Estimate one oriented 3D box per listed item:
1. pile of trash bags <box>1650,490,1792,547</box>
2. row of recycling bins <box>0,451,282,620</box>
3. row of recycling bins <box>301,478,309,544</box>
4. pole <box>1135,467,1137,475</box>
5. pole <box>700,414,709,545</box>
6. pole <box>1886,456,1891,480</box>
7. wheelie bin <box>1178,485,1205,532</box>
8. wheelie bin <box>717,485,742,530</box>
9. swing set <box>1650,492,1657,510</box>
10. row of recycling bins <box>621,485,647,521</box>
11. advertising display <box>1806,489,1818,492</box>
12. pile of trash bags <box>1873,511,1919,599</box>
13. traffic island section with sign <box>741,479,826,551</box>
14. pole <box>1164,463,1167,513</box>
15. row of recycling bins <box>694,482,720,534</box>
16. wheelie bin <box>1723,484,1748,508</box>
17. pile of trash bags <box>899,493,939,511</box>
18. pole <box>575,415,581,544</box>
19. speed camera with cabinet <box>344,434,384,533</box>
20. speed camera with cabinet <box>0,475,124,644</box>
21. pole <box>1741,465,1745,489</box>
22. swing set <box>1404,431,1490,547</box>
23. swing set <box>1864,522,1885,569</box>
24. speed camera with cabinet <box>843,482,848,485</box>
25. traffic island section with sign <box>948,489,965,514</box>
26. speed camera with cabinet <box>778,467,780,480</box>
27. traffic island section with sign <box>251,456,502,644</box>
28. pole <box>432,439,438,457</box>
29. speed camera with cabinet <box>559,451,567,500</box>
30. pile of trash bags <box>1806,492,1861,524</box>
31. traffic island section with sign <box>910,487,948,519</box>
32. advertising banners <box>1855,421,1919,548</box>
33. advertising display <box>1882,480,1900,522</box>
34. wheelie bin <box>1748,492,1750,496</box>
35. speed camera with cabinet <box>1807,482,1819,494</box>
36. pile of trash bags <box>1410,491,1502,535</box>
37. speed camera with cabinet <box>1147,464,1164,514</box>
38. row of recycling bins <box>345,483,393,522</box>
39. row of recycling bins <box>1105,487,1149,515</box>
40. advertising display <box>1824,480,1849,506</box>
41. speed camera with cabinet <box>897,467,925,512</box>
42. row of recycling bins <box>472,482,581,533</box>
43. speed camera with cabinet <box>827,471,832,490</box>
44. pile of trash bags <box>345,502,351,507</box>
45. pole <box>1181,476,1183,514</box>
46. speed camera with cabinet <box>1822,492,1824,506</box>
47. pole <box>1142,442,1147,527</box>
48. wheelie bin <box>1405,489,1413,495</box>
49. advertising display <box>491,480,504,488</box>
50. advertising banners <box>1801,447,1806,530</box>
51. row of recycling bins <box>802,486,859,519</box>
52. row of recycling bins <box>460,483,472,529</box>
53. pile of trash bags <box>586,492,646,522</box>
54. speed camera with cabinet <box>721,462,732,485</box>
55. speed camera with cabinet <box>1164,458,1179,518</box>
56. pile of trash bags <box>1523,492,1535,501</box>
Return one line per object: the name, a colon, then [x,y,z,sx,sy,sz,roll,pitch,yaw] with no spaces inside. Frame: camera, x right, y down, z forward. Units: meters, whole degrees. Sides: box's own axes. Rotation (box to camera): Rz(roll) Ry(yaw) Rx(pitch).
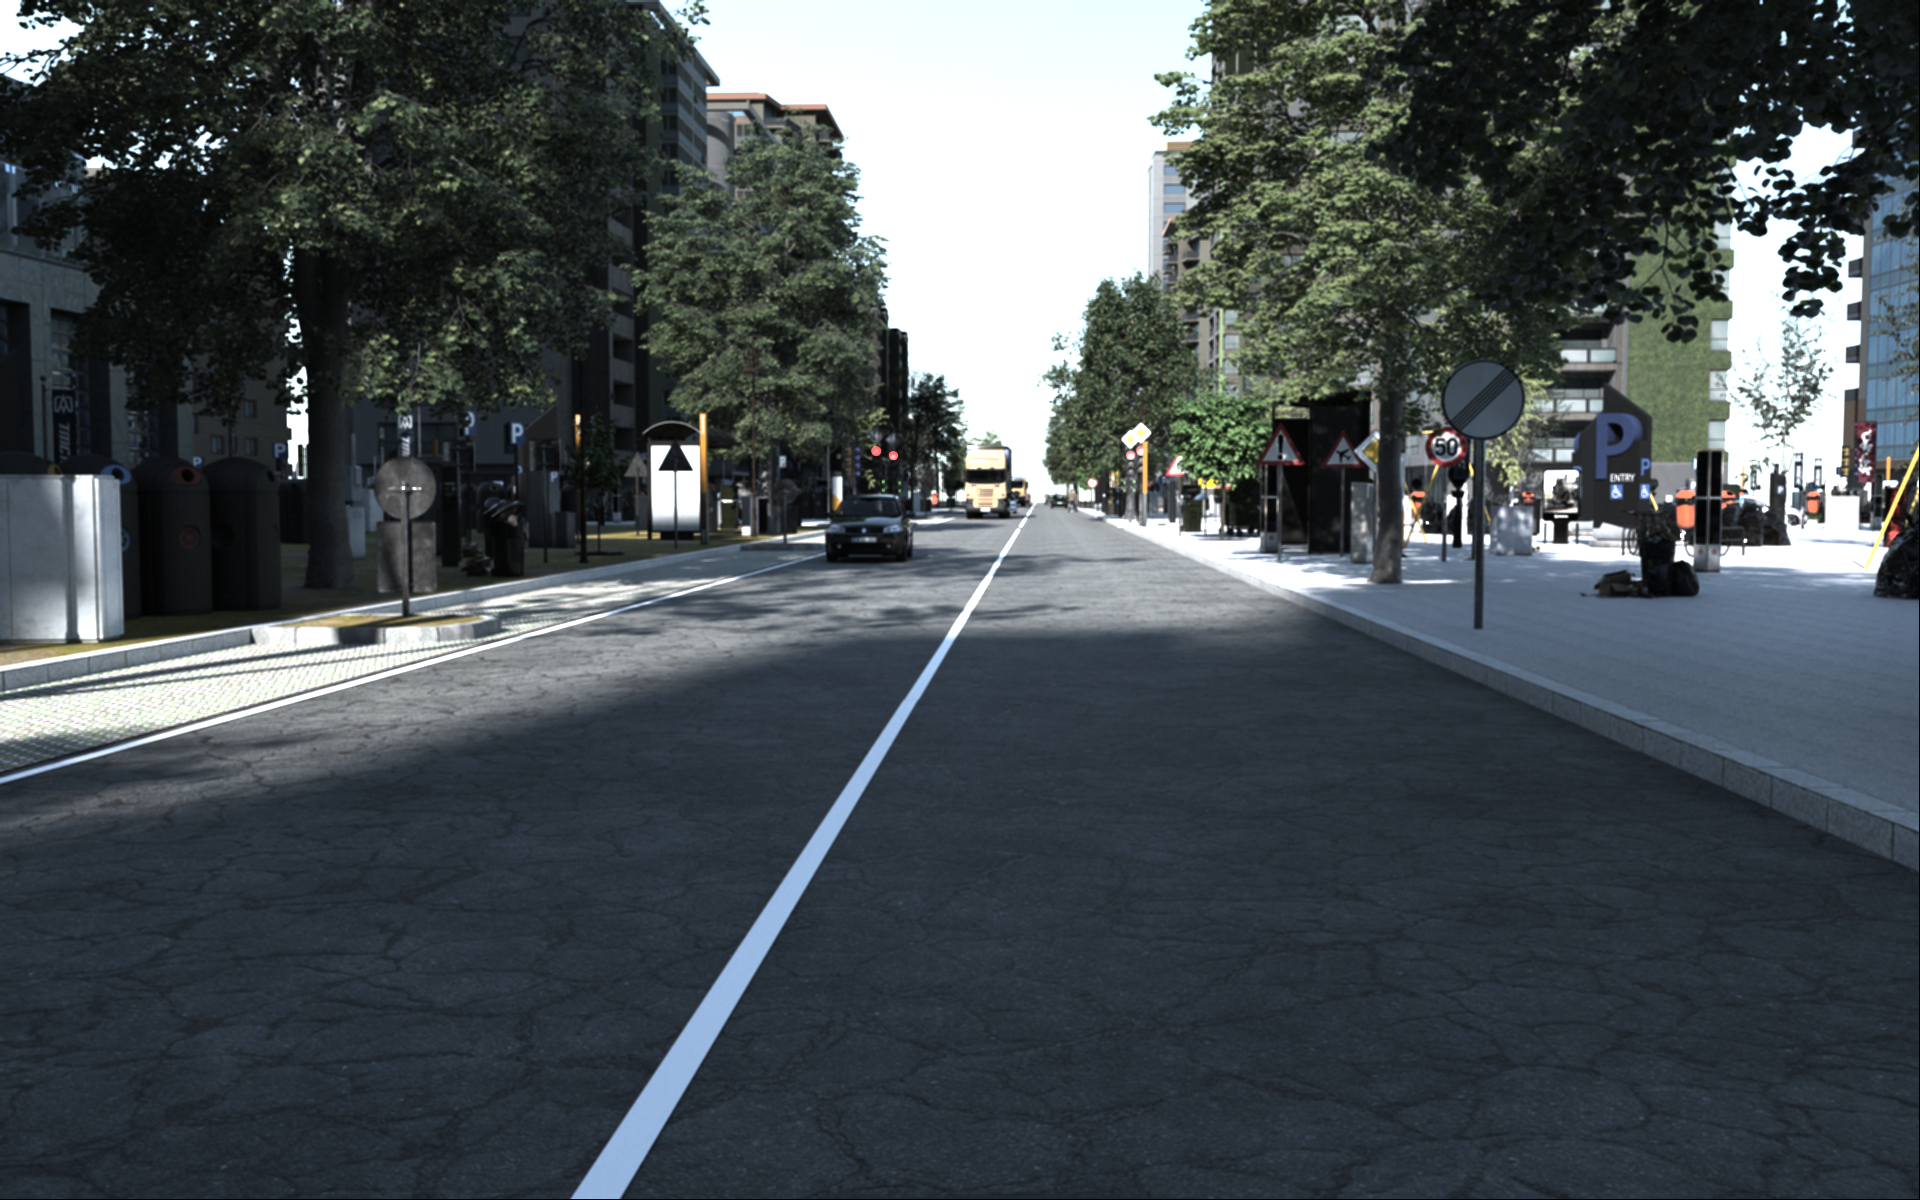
pile of trash bags: [18.823,-2.017,42.729,3.447,1.369,1.912,-2,4,-32]
row of recycling bins: [-8.652,-0.671,18.079,1.069,1.692,3.534,2,4,24]
row of recycling bins: [-17.762,-2.387,46.148,1.069,1.692,3.534,-3,4,-37]
pole: [11.722,-7.461,115.830,0.158,3.312,0.155,0,3,0]
pole: [-6.500,-3.070,44.033,0.158,3.312,0.155,0,3,0]
pole: [50.323,-6.122,93.930,0.158,3.312,0.155,0,3,0]
wheelie bin: [7.840,-3.082,58.304,0.980,1.594,0.693,0,4,-5]
wheelie bin: [-8.396,-3.357,62.798,0.980,1.594,0.693,0,4,-5]
swing set: [24.047,-4.051,63.851,2.862,2.851,3.119,0,4,-6]
row of recycling bins: [-14.393,-4.628,82.782,3.534,1.692,1.069,-1,4,-10]
advertising display: [71.904,-8.632,146.340,0.974,1.923,0.123,2,4,35]
pile of trash bags: [13.182,-0.691,21.049,3.447,1.369,1.912,0,4,0]
traffic island section with sign: [-4.483,-2.183,44.321,1.989,1.847,2.006,0,4,3]
pole: [13.679,-7.425,115.245,0.158,3.312,0.155,0,3,0]
row of recycling bins: [-8.635,-3.086,57.570,1.069,1.692,3.534,-1,4,-15]
wheelie bin: [23.918,-2.824,54.076,0.980,1.594,0.693,1,4,18]
pile of trash bags: [-3.416,-7.884,138.649,3.447,1.369,1.912,0,4,3]
pole: [-9.796,-3.105,44.608,0.158,3.312,0.155,0,3,0]
speed camera with cabinet: [-19.889,-3.858,57.415,0.660,3.252,2.038,1,4,10]
speed camera with cabinet: [-8.425,-1.262,14.965,2.038,3.252,0.660,0,4,-7]
pole: [54.404,-7.738,120.351,0.158,3.312,0.155,0,3,0]
swing set: [11.533,-2.801,43.410,2.862,2.851,3.119,-1,4,-22]
swing set: [17.488,-1.915,28.925,3.119,2.851,2.862,-1,4,-23]
speed camera with cabinet: [-8.330,-8.830,138.709,2.038,3.252,0.660,-1,4,-18]
traffic island section with sign: [-0.626,-7.226,126.777,1.989,1.847,2.006,0,4,3]
speed camera with cabinet: [-12.311,-7.981,124.822,2.038,3.252,0.660,1,4,14]
traffic island section with sign: [-5.738,-0.536,17.395,1.989,1.847,2.006,0,4,3]
pole: [-19.442,-4.304,64.219,0.158,3.312,0.155,0,3,0]
speed camera with cabinet: [-16.350,-4.545,68.638,2.038,3.252,0.660,0,4,0]
pile of trash bags: [38.130,-4.002,75.181,3.447,1.369,1.912,-1,4,-21]
traffic island section with sign: [-1.900,-5.548,99.334,1.989,1.847,2.006,0,4,3]
advertising banners: [22.315,-2.755,41.227,0.090,3.025,2.074,-3,5,-39]
advertising display: [42.256,-4.507,78.911,0.123,1.923,0.974,-3,4,-38]
wheelie bin: [49.464,-6.210,109.433,0.693,1.594,0.980,-2,4,-26]
speed camera with cabinet: [63.095,-8.183,128.129,0.660,3.252,2.038,2,4,34]
pile of trash bags: [15.656,-2.832,56.062,1.912,1.369,3.447,-1,4,-20]
speed camera with cabinet: [12.766,-7.289,113.512,0.660,3.252,2.038,-2,4,-27]
row of recycling bins: [-22.919,-3.634,66.533,1.069,1.692,3.534,3,5,41]
row of recycling bins: [10.024,-5.949,104.375,1.069,1.692,3.534,-2,4,-33]
advertising display: [40.046,-4.523,79.158,0.974,1.923,0.123,3,5,44]
speed camera with cabinet: [-3.594,-8.146,127.525,2.038,3.252,0.660,-1,4,-16]
row of recycling bins: [-14.180,-3.068,57.271,3.534,1.692,1.069,-1,4,-11]
speed camera with cabinet: [-11.475,-9.552,150.515,0.660,3.252,2.038,2,4,27]
pile of trash bags: [-23.198,-3.177,61.696,3.447,1.369,1.912,-2,4,-33]
pole: [14.472,-7.298,113.172,0.158,3.312,0.155,0,3,0]
speed camera with cabinet: [60.601,-7.646,119.352,0.660,3.252,2.038,-3,5,-45]
pole: [7.206,-4.508,67.547,0.158,3.312,0.155,0,3,0]
wheelie bin: [27.602,-6.040,106.662,0.693,1.594,0.980,2,4,35]
advertising display: [-21.608,-4.632,80.948,0.123,1.923,0.974,1,4,17]
advertising banners: [30.850,-4.109,63.372,0.090,3.025,2.074,2,4,23]
row of recycling bins: [-6.726,-4.986,88.641,3.534,1.692,1.069,2,4,25]
row of recycling bins: [-16.929,-3.509,64.478,3.534,1.692,1.069,0,4,2]
pile of trash bags: [-15.941,-4.309,80.206,3.447,1.369,1.912,2,4,28]
speed camera with cabinet: [-14.230,-6.887,106.943,0.660,3.252,2.038,-1,4,-23]
speed camera with cabinet: [11.650,-6.139,94.707,0.660,3.252,2.038,0,4,5]
pile of trash bags: [23.517,-4.060,76.129,3.447,1.369,1.912,0,3,0]
